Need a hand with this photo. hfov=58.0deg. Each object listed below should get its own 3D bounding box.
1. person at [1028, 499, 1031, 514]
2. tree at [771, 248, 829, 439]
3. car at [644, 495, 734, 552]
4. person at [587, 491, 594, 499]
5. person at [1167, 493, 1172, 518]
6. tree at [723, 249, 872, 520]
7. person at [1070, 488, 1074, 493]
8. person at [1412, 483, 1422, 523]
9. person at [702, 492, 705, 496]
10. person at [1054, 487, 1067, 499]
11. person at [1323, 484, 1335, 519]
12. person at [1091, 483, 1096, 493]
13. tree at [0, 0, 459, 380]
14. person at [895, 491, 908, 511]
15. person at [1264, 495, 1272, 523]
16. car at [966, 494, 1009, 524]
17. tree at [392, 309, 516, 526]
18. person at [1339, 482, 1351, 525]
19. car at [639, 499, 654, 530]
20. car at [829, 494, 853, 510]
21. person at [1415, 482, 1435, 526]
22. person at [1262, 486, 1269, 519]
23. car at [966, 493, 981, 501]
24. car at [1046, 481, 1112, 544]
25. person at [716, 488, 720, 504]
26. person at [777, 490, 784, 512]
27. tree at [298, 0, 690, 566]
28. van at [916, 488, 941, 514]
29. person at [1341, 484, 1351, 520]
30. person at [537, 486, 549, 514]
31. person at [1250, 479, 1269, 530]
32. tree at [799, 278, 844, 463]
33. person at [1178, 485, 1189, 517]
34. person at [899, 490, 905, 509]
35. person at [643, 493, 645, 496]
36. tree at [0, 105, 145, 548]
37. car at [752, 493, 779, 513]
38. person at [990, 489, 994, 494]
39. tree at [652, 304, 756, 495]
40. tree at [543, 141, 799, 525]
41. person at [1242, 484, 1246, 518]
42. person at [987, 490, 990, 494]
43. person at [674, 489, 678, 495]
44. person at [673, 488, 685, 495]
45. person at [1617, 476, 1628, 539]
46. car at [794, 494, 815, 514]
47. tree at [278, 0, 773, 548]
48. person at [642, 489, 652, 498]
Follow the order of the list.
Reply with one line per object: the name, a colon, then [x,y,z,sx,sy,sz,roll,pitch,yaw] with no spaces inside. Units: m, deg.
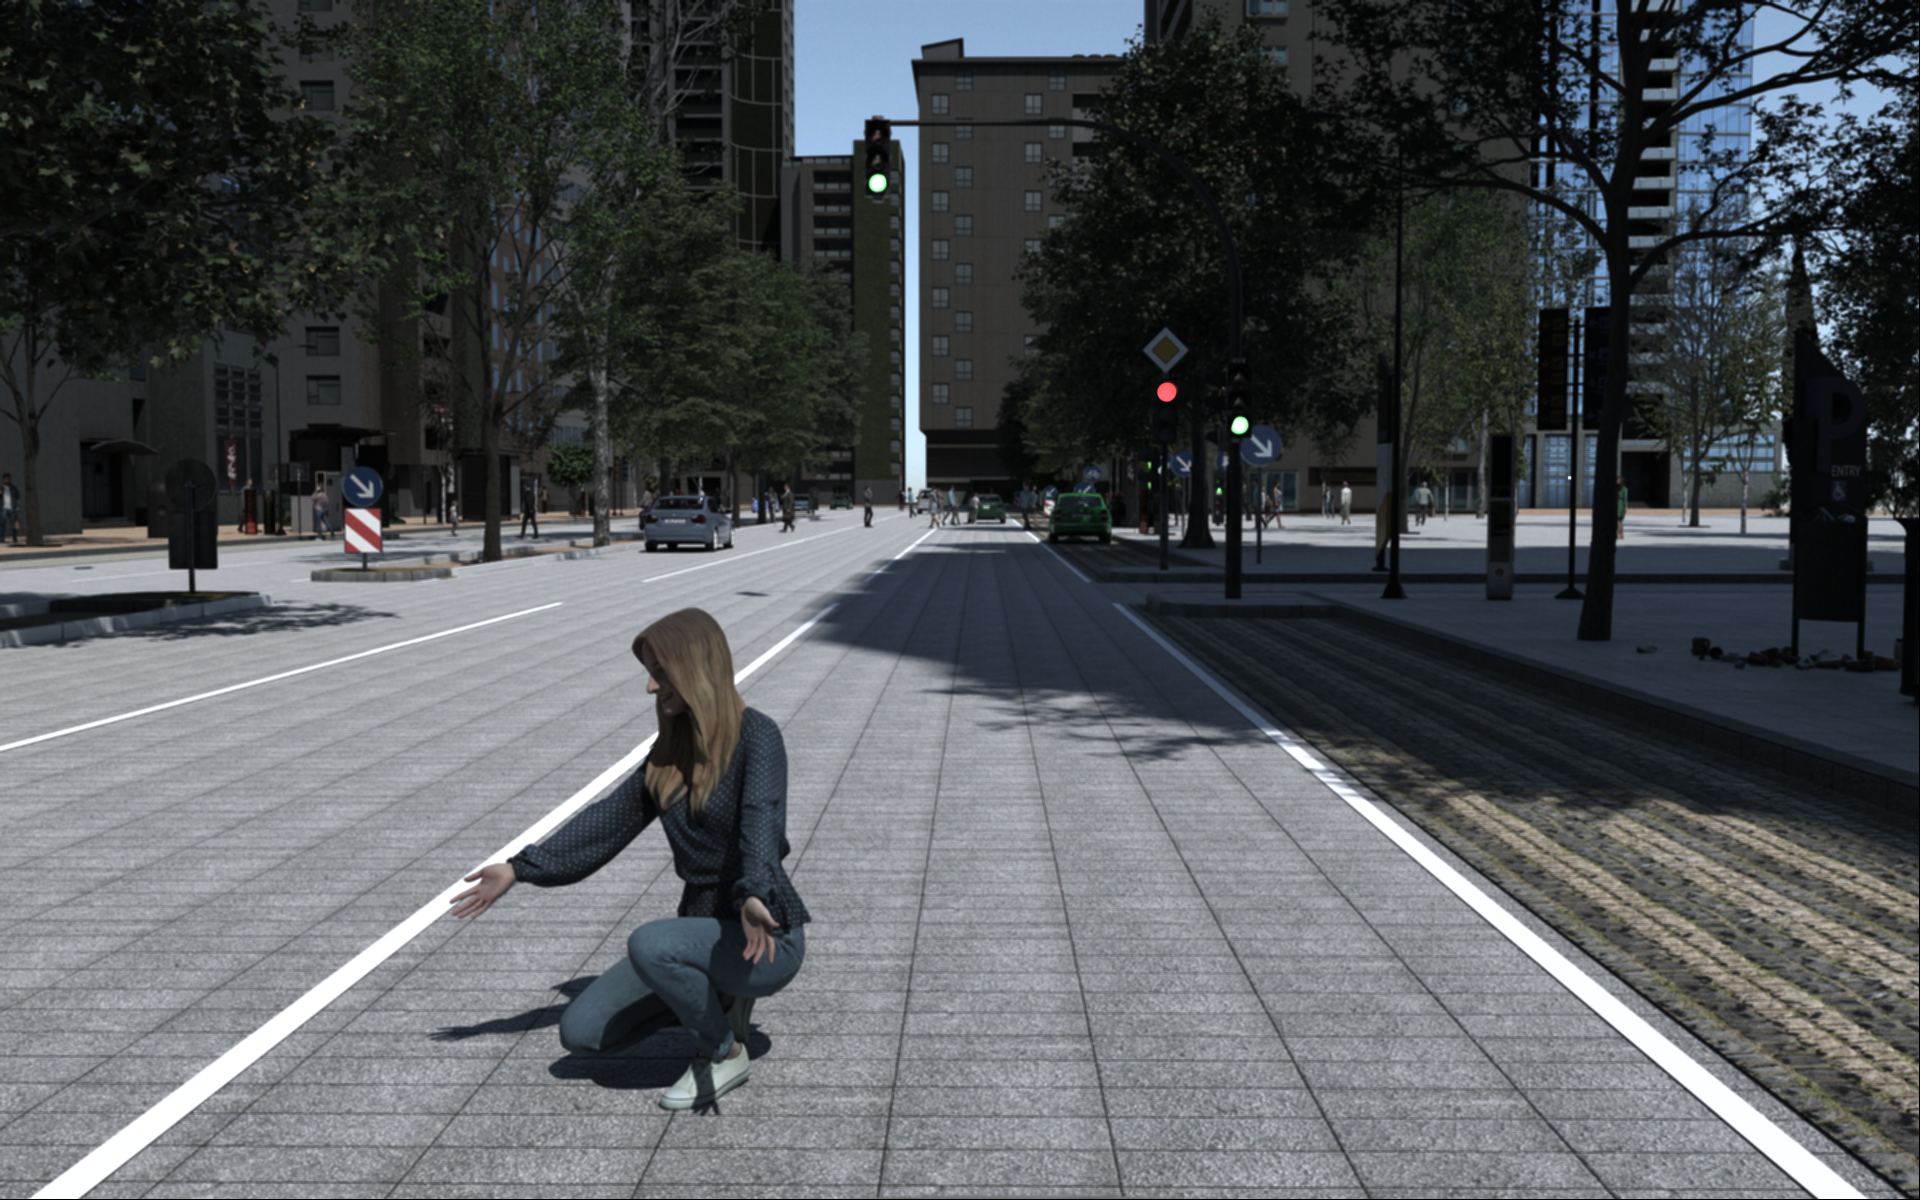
person: [4.768,-6.776,122.510,0.991,1.433,0.599,0,4,-1]
tree: [-9.245,-8.777,71.714,9.928,11.665,9.643,0,3,0]
car: [-6.887,-1.968,44.186,2.014,1.417,4.499,0,4,1]
person: [-25.914,-7.178,123.342,1.348,1.831,0.705,0,4,-8]
person: [10.937,-5.312,92.810,0.836,1.842,0.656,0,4,0]
tree: [-8.988,-11.100,90.594,9.857,13.997,8.962,0,3,0]
person: [6.854,-6.018,105.909,0.415,1.643,0.593,0,4,1]
person: [20.399,-4.316,76.947,0.601,1.785,0.444,3,5,43]
person: [-21.180,-8.250,141.876,0.436,1.711,0.756,1,4,20]
person: [7.912,-7.769,133.076,1.348,1.822,0.705,-1,4,-16]
person: [19.146,-5.103,89.829,0.623,1.781,0.721,1,4,18]
person: [6.114,-4.510,80.199,0.534,1.772,0.576,3,5,40]
tree: [-9.810,-5.847,15.058,9.611,12.733,9.660,0,3,0]
person: [-5.027,-8.541,148.969,1.217,1.723,0.721,2,4,23]
person: [13.506,-3.990,75.946,0.362,1.253,0.373,2,4,31]
car: [1.324,-4.463,84.764,2.131,1.459,4.920,0,4,2]
tree: [-20.657,-7.311,69.896,4.360,8.622,3.978,0,3,0]
person: [16.078,-4.028,72.128,0.478,1.798,0.641,0,4,-7]
car: [-11.844,-3.523,70.176,1.945,1.354,3.894,0,4,2]
car: [-11.042,-9.140,161.244,2.131,1.459,4.920,0,4,2]
person: [18.696,-3.856,69.566,0.782,1.767,0.515,0,4,8]
person: [15.663,-5.054,89.679,0.512,1.701,0.522,-3,4,-37]
car: [1.606,-8.671,150.816,2.155,1.783,4.494,0,4,1]
car: [3.525,-2.592,51.178,1.959,1.807,4.718,0,4,3]
person: [-20.924,-8.755,149.326,0.705,1.807,1.348,-2,4,-33]
person: [-14.326,-7.931,138.886,1.217,1.735,0.721,0,4,-2]
tree: [-9.211,-6.472,34.024,9.928,11.665,9.643,0,3,0]
van: [-2.219,-7.240,125.393,2.013,2.044,4.112,0,4,1]
person: [18.849,-4.811,84.707,0.555,1.821,0.388,1,4,15]
person: [-27.513,-6.625,114.448,0.705,1.812,1.348,1,4,21]
person: [10.639,-3.391,61.499,0.620,1.820,0.660,0,4,-5]
tree: [-9.303,-9.779,80.477,7.486,12.596,7.792,0,3,0]
person: [12.464,-5.579,97.104,0.795,1.843,0.661,-1,4,-20]
person: [-5.519,-9.475,163.281,0.599,1.838,0.709,2,4,35]
person: [-26.936,-8.608,148.261,0.415,1.643,0.593,-1,4,-14]
tree: [-22.549,-7.091,41.697,9.928,11.665,9.643,0,3,0]
car: [-15.027,-7.596,133.784,1.945,1.707,3.694,0,4,2]
person: [2.247,-7.087,124.504,0.705,1.807,1.348,3,5,42]
tree: [-9.648,-6.808,64.133,4.360,8.622,3.978,0,3,0]
tree: [-9.620,-8.282,55.988,7.486,12.596,7.792,0,3,0]
person: [15.384,-5.317,93.158,0.709,1.800,0.728,2,4,25]
person: [2.716,-9.248,159.723,1.348,1.821,0.705,2,4,25]
person: [-24.441,-8.718,149.104,1.217,1.766,0.721,-3,5,-42]
person: [-23.410,-8.457,144.273,1.348,1.831,0.705,-1,4,-19]
person: [18.892,-2.648,49.581,0.529,1.795,0.600,-2,4,-35]
car: [-11.649,-7.035,127.018,2.014,1.417,4.499,0,4,2]
tree: [-10.485,-11.424,45.128,12.611,20.169,13.585,0,3,0]
person: [-27.872,-9.041,154.569,0.721,1.736,1.217,3,5,39]
